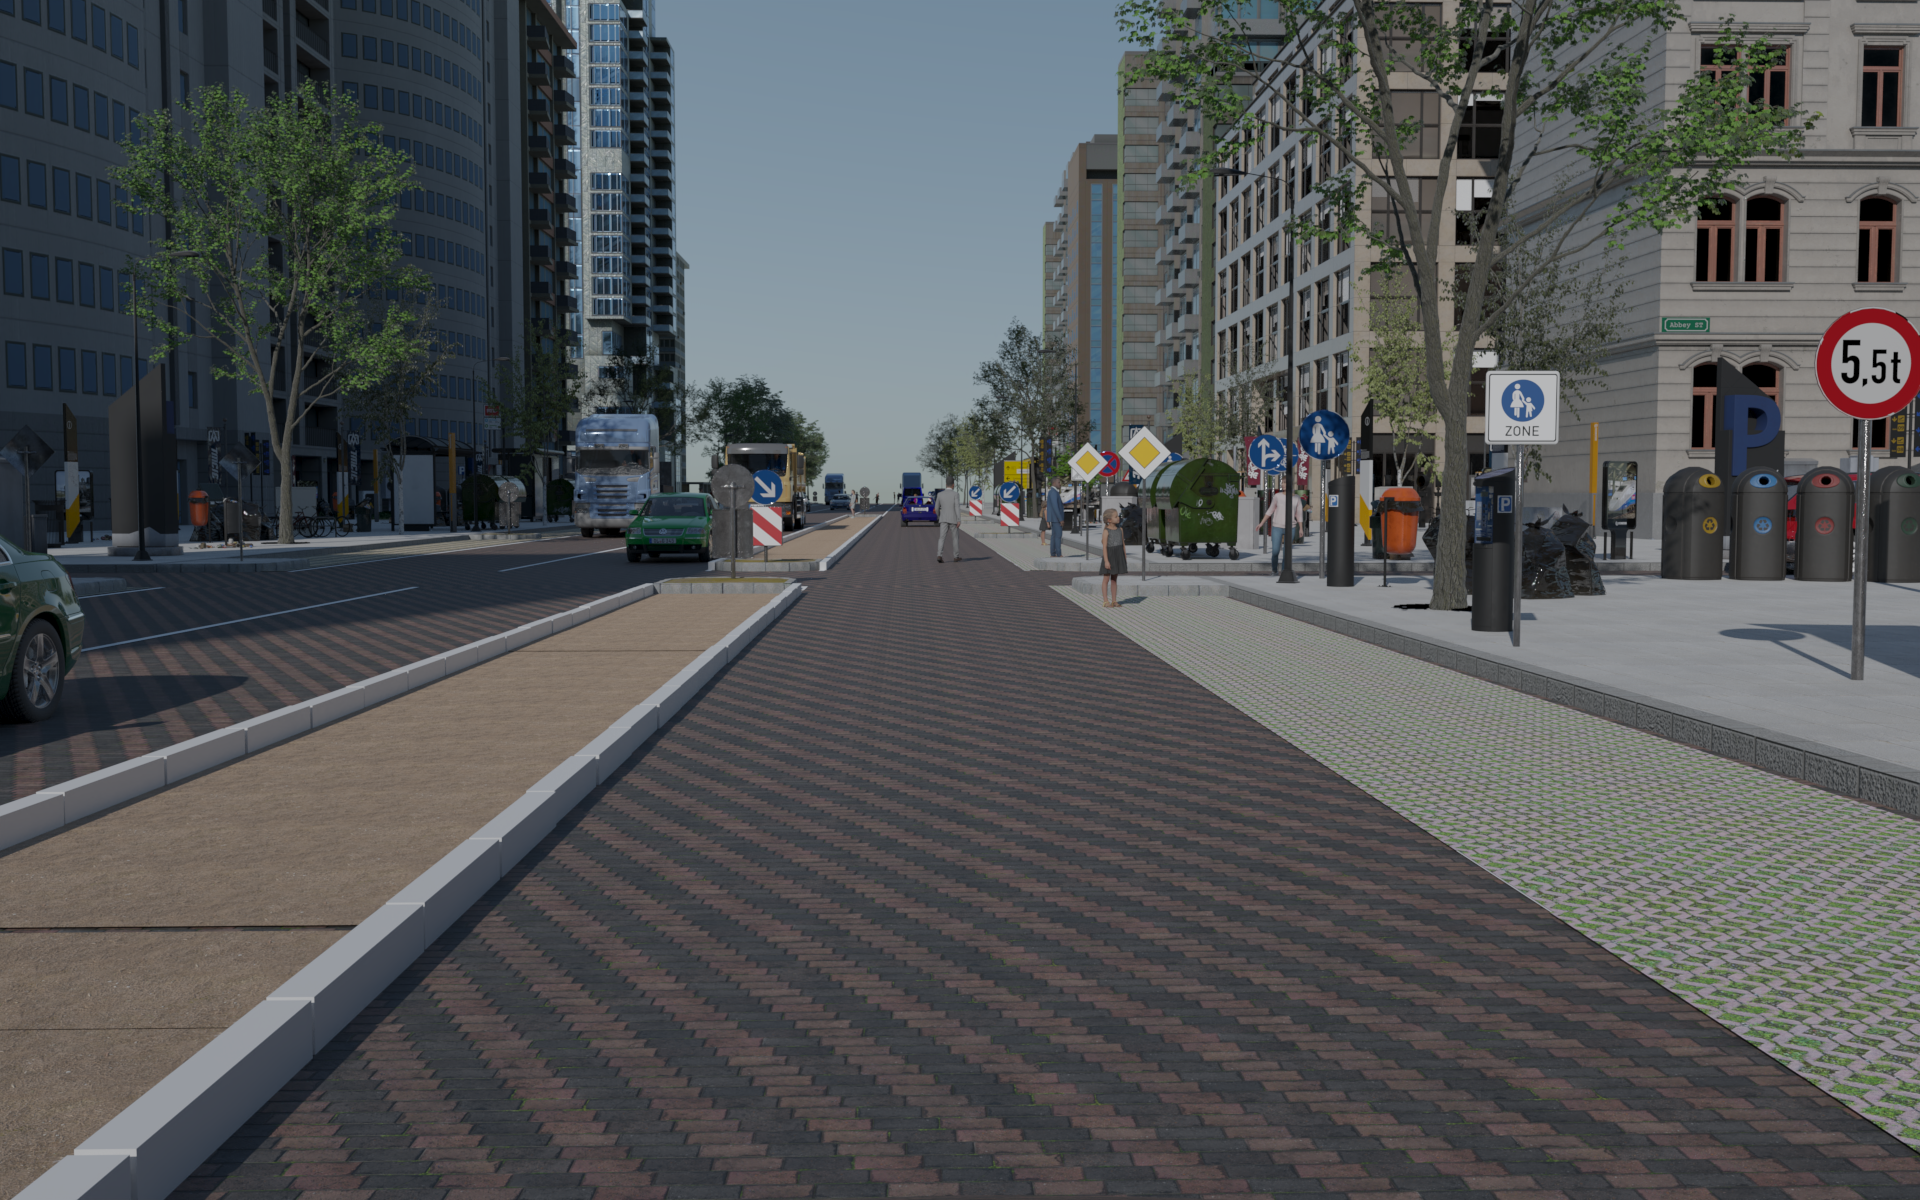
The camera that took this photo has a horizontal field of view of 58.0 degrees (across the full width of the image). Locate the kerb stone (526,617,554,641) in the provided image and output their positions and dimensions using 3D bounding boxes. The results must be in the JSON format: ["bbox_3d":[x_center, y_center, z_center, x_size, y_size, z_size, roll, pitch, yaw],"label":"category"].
[{"bbox_3d":[-4.212,0.307,17.181,0.120,0.150,1.000,0,4,-2],"label":"kerb stone"}]

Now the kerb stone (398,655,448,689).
[{"bbox_3d":[-4.081,0.558,13.076,0.120,0.150,1.000,0,4,-2],"label":"kerb stone"}]

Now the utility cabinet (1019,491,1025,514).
[{"bbox_3d":[3.732,-6.100,108.408,0.318,1.500,1.173,-1,4,-20],"label":"utility cabinet"}]

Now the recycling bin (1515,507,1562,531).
[{"bbox_3d":[11.066,-1.270,33.311,0.722,1.027,0.722,-1,4,-21],"label":"recycling bin"}]

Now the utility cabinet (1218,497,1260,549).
[{"bbox_3d":[6.477,-1.793,40.481,1.020,1.237,0.306,3,4,36],"label":"utility cabinet"}]

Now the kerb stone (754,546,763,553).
[{"bbox_3d":[-4.980,-1.231,42.322,0.120,0.150,1.000,0,4,-2],"label":"kerb stone"}]

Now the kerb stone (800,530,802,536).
[{"bbox_3d":[-5.441,-2.169,57.691,0.120,0.150,1.000,0,4,-2],"label":"kerb stone"}]

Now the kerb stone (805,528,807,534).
[{"bbox_3d":[-5.548,-2.359,60.769,0.120,0.150,1.000,0,4,-2],"label":"kerb stone"}]

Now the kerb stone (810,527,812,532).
[{"bbox_3d":[-5.646,-2.547,63.833,0.120,0.150,1.000,0,4,-2],"label":"kerb stone"}]

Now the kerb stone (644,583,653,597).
[{"bbox_3d":[-4.421,-0.131,24.344,0.120,0.150,1.000,0,4,-2],"label":"kerb stone"}]

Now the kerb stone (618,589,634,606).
[{"bbox_3d":[-4.364,-0.002,22.300,0.120,0.150,1.000,0,4,-2],"label":"kerb stone"}]

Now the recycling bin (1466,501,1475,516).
[{"bbox_3d":[19.779,-3.313,66.722,0.722,1.027,0.722,-2,4,-33],"label":"recycling bin"}]

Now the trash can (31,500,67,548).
[{"bbox_3d":[-21.638,-1.805,41.172,0.748,1.137,0.748,0,3,0],"label":"trash can"}]

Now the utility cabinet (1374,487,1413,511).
[{"bbox_3d":[12.864,-2.616,51.446,0.318,1.500,1.173,-3,4,-38],"label":"utility cabinet"}]

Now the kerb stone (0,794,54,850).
[{"bbox_3d":[-3.891,0.937,6.933,0.120,0.150,1.000,0,4,-2],"label":"kerb stone"}]

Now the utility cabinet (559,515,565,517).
[{"bbox_3d":[-22.014,-5.199,93.683,1.173,1.500,0.318,-2,4,-26],"label":"utility cabinet"}]

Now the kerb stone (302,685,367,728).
[{"bbox_3d":[-4.010,0.686,11.023,0.120,0.150,1.000,0,4,-2],"label":"kerb stone"}]

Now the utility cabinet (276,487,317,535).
[{"bbox_3d":[-20.638,-2.763,53.858,1.173,1.500,0.318,-1,4,-22],"label":"utility cabinet"}]

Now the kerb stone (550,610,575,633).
[{"bbox_3d":[-4.235,0.244,18.203,0.120,0.150,1.000,0,4,-2],"label":"kerb stone"}]

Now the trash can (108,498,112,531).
[{"bbox_3d":[-28.016,-2.825,57.837,0.748,1.137,0.748,0,3,0],"label":"trash can"}]

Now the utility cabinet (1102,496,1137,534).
[{"bbox_3d":[4.614,-2.384,50.133,1.020,1.237,0.306,2,4,34],"label":"utility cabinet"}]

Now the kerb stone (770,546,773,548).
[{"bbox_3d":[-5.080,-1.418,45.399,0.120,0.150,1.000,0,4,-2],"label":"kerb stone"}]

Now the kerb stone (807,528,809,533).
[{"bbox_3d":[-5.577,-2.415,61.791,0.120,0.150,1.000,0,4,-2],"label":"kerb stone"}]

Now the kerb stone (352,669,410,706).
[{"bbox_3d":[-4.046,0.621,12.044,0.120,0.150,1.000,0,4,-2],"label":"kerb stone"}]

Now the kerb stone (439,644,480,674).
[{"bbox_3d":[-4.113,0.495,14.102,0.120,0.150,1.000,0,4,-2],"label":"kerb stone"}]

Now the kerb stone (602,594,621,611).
[{"bbox_3d":[-4.335,0.057,21.277,0.120,0.150,1.000,0,4,-2],"label":"kerb stone"}]

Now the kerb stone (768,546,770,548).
[{"bbox_3d":[-5.037,-1.356,44.368,0.120,0.150,1.000,0,4,-2],"label":"kerb stone"}]

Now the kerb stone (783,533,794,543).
[{"bbox_3d":[-5.323,-1.921,53.596,0.120,0.150,1.000,0,4,-2],"label":"kerb stone"}]

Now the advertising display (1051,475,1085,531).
[{"bbox_3d":[3.731,-3.347,59.937,0.974,1.923,0.123,1,4,17],"label":"advertising display"}]

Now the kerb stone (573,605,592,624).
[{"bbox_3d":[-4.266,0.191,19.232,0.120,0.150,1.000,0,4,-2],"label":"kerb stone"}]

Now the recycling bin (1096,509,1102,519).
[{"bbox_3d":[7.503,-4.758,90.341,0.722,1.027,0.722,1,4,20],"label":"recycling bin"}]

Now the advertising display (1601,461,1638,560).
[{"bbox_3d":[12.872,-1.749,33.813,0.974,1.923,0.123,-2,4,-35],"label":"advertising display"}]

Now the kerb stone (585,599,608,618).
[{"bbox_3d":[-4.296,0.119,20.256,0.120,0.150,1.000,0,4,-2],"label":"kerb stone"}]

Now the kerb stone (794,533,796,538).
[{"bbox_3d":[-5.354,-1.979,54.623,0.120,0.150,1.000,0,4,-2],"label":"kerb stone"}]

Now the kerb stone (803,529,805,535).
[{"bbox_3d":[-5.517,-2.296,59.742,0.120,0.150,1.000,0,4,-2],"label":"kerb stone"}]

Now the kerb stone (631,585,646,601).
[{"bbox_3d":[-4.396,-0.069,23.322,0.120,0.150,1.000,0,4,-2],"label":"kerb stone"}]

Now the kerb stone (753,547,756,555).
[{"bbox_3d":[-4.914,-1.105,40.262,0.120,0.150,1.000,0,4,-2],"label":"kerb stone"}]

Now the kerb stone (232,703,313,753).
[{"bbox_3d":[-3.984,0.746,10.001,0.120,0.150,1.000,0,4,-2],"label":"kerb stone"}]

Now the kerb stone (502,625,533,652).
[{"bbox_3d":[-4.176,0.374,16.159,0.120,0.150,1.000,0,4,-2],"label":"kerb stone"}]

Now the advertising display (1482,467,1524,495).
[{"bbox_3d":[13.067,-2.234,41.742,0.974,1.923,0.123,0,4,4],"label":"advertising display"}]

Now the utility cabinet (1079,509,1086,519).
[{"bbox_3d":[6.513,-4.806,89.739,0.306,1.237,1.020,-1,4,-19],"label":"utility cabinet"}]

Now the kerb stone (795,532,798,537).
[{"bbox_3d":[-5.388,-2.046,55.644,0.120,0.150,1.000,0,4,-2],"label":"kerb stone"}]

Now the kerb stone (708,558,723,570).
[{"bbox_3d":[-4.691,-0.666,33.091,0.120,0.150,1.000,0,4,-2],"label":"kerb stone"}]

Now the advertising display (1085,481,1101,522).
[{"bbox_3d":[5.942,-4.523,79.162,0.974,1.923,0.123,1,4,19],"label":"advertising display"}]

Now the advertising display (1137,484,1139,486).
[{"bbox_3d":[10.756,-5.981,103.011,0.974,1.923,0.123,1,4,23],"label":"advertising display"}]

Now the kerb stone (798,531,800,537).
[{"bbox_3d":[-5.415,-2.108,56.666,0.120,0.150,1.000,0,4,-2],"label":"kerb stone"}]

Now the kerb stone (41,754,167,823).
[{"bbox_3d":[-3.930,0.871,7.955,0.120,0.150,1.000,0,4,-2],"label":"kerb stone"}]

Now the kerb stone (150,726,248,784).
[{"bbox_3d":[-3.959,0.808,8.979,0.120,0.150,1.000,0,4,-2],"label":"kerb stone"}]

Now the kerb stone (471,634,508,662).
[{"bbox_3d":[-4.145,0.433,15.124,0.120,0.150,1.000,0,4,-2],"label":"kerb stone"}]

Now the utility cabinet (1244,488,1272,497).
[{"bbox_3d":[10.795,-3.320,62.959,0.318,1.500,1.173,-3,5,-43],"label":"utility cabinet"}]

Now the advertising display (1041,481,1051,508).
[{"bbox_3d":[4.468,-4.907,85.448,0.974,1.923,0.123,2,4,23],"label":"advertising display"}]
